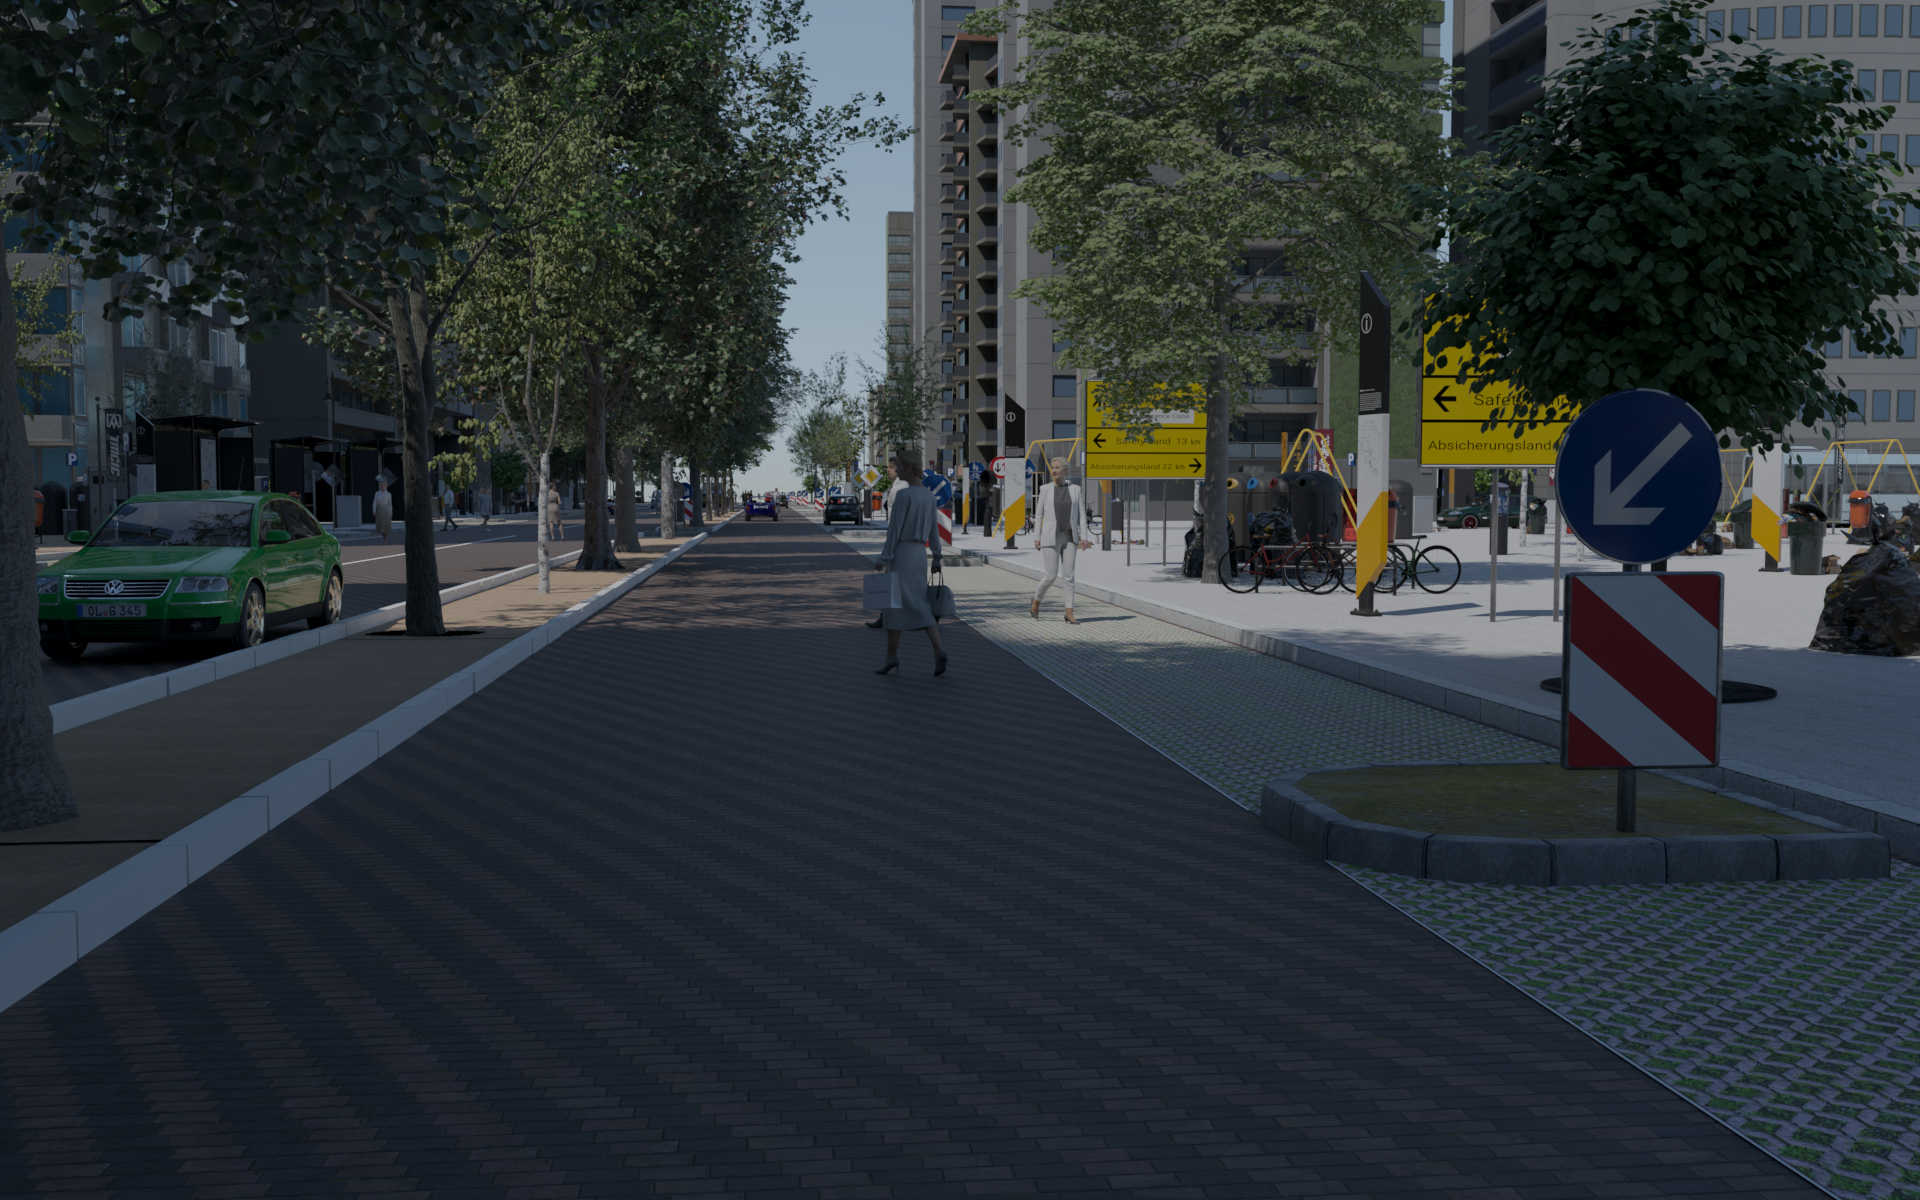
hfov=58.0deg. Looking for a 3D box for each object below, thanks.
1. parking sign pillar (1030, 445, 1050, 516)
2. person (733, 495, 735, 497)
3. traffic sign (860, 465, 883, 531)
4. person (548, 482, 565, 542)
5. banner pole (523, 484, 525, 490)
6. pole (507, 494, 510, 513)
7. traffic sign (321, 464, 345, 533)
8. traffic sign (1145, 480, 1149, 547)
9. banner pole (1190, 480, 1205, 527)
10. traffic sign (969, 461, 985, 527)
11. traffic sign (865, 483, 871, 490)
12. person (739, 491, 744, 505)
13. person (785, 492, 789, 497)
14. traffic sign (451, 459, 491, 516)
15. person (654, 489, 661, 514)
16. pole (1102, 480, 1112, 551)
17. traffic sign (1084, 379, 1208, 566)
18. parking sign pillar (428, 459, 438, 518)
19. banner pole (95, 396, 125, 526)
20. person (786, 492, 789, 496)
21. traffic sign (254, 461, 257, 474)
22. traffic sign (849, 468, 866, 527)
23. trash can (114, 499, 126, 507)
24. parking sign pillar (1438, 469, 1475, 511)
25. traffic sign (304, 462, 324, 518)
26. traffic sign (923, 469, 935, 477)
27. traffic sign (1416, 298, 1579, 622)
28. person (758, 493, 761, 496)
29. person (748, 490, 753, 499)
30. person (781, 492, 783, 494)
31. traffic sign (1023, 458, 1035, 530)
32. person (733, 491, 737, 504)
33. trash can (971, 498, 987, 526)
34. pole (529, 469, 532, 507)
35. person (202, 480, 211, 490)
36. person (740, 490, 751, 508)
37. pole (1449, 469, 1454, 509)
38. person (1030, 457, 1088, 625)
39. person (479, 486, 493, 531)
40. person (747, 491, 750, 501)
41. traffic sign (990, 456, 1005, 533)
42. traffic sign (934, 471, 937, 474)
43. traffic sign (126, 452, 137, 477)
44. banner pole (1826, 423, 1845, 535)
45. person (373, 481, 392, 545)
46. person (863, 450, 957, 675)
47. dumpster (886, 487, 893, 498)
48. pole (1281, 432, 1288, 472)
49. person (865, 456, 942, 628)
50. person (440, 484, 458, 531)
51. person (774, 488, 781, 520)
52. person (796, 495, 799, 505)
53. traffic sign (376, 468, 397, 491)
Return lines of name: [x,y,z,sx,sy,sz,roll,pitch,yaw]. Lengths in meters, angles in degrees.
parking sign pillar: [4.598,-6.533,95.284,1.447,3.967,1.447,0,4,-6]
person: [-37.776,-16.960,286.531,1.217,1.736,0.721,-2,4,-24]
traffic sign: [-3.037,-3.407,59.344,0.795,2.450,0.064,0,4,-6]
person: [-12.202,-2.648,52.128,0.599,1.781,0.374,0,4,-8]
banner pole: [-34.769,-8.983,136.892,0.863,3.779,0.401,1,4,17]
pole: [-30.120,-7.439,115.469,0.158,3.312,0.155,0,3,0]
traffic sign: [-20.778,-3.290,57.431,0.795,2.450,0.064,0,4,-6]
traffic sign: [4.526,-2.553,41.844,0.768,2.556,0.104,0,4,3]
banner pole: [9.433,-4.785,68.246,0.401,3.779,0.863,-3,4,-37]
traffic sign: [0.605,-4.119,67.450,0.768,2.556,0.104,0,4,3]
traffic sign: [-5.292,-6.231,101.976,0.768,2.556,0.104,0,4,-3]
person: [-29.552,-13.917,235.974,1.348,1.831,0.705,1,4,23]
person: [-27.143,-15.869,268.675,1.217,1.735,0.721,0,4,-4]
traffic sign: [-28.519,-6.550,100.971,2.265,3.308,0.079,0,4,-4]
person: [-21.920,-7.157,125.865,0.624,1.780,0.694,-2,4,-34]
pole: [3.308,-2.762,39.000,0.158,3.312,0.155,0,3,0]
traffic sign: [3.317,-2.251,30.670,2.265,3.308,0.079,0,4,-4]
parking sign pillar: [-29.139,-6.465,94.181,1.447,3.967,1.447,1,4,15]
banner pole: [-21.921,-3.339,44.617,0.401,3.779,0.863,3,5,42]
person: [-29.510,-17.674,298.178,1.217,1.736,0.721,-3,4,-38]
traffic sign: [-23.621,-3.494,57.240,0.768,2.556,0.104,0,4,2]
traffic sign: [-3.906,-3.892,67.282,0.795,2.450,0.064,0,4,-6]
trash can: [-22.373,-2.143,46.695,0.748,1.137,0.748,0,3,0]
parking sign pillar: [21.354,-5.242,74.173,1.447,3.967,1.447,0,4,4]
traffic sign: [-25.703,-4.209,68.921,0.768,2.556,0.104,0,4,-1]
traffic sign: [-1.644,-5.451,89.232,0.768,2.556,0.104,0,4,1]
traffic sign: [5.665,-1.431,17.272,2.265,3.308,0.079,0,4,-2]
person: [-33.381,-17.018,288.205,0.593,1.643,0.415,-2,4,-33]
person: [-22.479,-10.915,186.598,0.705,1.869,1.348,-3,4,-38]
person: [-22.835,-13.065,222.794,1.217,1.739,0.721,2,4,27]
traffic sign: [2.265,-3.724,60.991,0.768,2.556,0.104,0,4,-2]
person: [-33.698,-15.376,259.881,0.705,1.826,1.348,1,4,20]
trash can: [0.793,-3.620,70.837,0.748,1.137,0.748,0,3,0]
pole: [-34.479,-8.879,139.008,0.158,3.312,0.155,0,3,0]
person: [-19.749,-2.256,45.478,0.635,1.810,0.391,3,5,43]
person: [-20.193,-9.471,163.378,1.348,1.821,0.705,-2,4,-30]
pole: [20.646,-4.824,72.717,0.158,3.312,0.155,0,3,0]
person: [1.073,-0.658,19.140,0.514,1.842,0.818,-2,4,-29]
person: [-18.357,-3.525,66.889,0.760,1.731,0.466,3,4,39]
person: [-23.553,-11.277,193.555,0.721,1.739,1.217,0,4,3]
traffic sign: [1.372,-3.524,57.726,0.768,2.556,0.104,0,4,-3]
traffic sign: [-1.489,-5.829,95.411,0.768,2.556,0.104,0,4,3]
traffic sign: [-24.526,-3.159,51.754,0.768,2.556,0.104,0,4,-1]
banner pole: [27.641,-3.945,54.524,0.401,3.779,0.863,0,4,5]
person: [-16.186,-2.441,48.638,0.478,1.798,0.641,0,4,0]
person: [-0.386,-0.294,13.656,0.694,1.780,0.624,-3,4,-37]
dumpster: [-3.942,-6.296,108.693,1.264,1.857,1.865,0,4,-6]
pole: [10.719,-3.879,57.266,0.158,3.312,0.155,0,3,0]
person: [-0.590,-0.603,18.465,0.850,1.850,0.679,1,4,14]
person: [-19.900,-3.594,67.368,0.679,1.850,0.850,3,5,43]
person: [-10.169,-5.368,96.491,0.478,1.798,0.641,-2,4,-29]
person: [-21.343,-13.453,229.012,0.434,1.755,0.990,-2,4,-34]
traffic sign: [-21.647,-3.775,65.369,0.795,2.450,0.064,0,4,-6]
